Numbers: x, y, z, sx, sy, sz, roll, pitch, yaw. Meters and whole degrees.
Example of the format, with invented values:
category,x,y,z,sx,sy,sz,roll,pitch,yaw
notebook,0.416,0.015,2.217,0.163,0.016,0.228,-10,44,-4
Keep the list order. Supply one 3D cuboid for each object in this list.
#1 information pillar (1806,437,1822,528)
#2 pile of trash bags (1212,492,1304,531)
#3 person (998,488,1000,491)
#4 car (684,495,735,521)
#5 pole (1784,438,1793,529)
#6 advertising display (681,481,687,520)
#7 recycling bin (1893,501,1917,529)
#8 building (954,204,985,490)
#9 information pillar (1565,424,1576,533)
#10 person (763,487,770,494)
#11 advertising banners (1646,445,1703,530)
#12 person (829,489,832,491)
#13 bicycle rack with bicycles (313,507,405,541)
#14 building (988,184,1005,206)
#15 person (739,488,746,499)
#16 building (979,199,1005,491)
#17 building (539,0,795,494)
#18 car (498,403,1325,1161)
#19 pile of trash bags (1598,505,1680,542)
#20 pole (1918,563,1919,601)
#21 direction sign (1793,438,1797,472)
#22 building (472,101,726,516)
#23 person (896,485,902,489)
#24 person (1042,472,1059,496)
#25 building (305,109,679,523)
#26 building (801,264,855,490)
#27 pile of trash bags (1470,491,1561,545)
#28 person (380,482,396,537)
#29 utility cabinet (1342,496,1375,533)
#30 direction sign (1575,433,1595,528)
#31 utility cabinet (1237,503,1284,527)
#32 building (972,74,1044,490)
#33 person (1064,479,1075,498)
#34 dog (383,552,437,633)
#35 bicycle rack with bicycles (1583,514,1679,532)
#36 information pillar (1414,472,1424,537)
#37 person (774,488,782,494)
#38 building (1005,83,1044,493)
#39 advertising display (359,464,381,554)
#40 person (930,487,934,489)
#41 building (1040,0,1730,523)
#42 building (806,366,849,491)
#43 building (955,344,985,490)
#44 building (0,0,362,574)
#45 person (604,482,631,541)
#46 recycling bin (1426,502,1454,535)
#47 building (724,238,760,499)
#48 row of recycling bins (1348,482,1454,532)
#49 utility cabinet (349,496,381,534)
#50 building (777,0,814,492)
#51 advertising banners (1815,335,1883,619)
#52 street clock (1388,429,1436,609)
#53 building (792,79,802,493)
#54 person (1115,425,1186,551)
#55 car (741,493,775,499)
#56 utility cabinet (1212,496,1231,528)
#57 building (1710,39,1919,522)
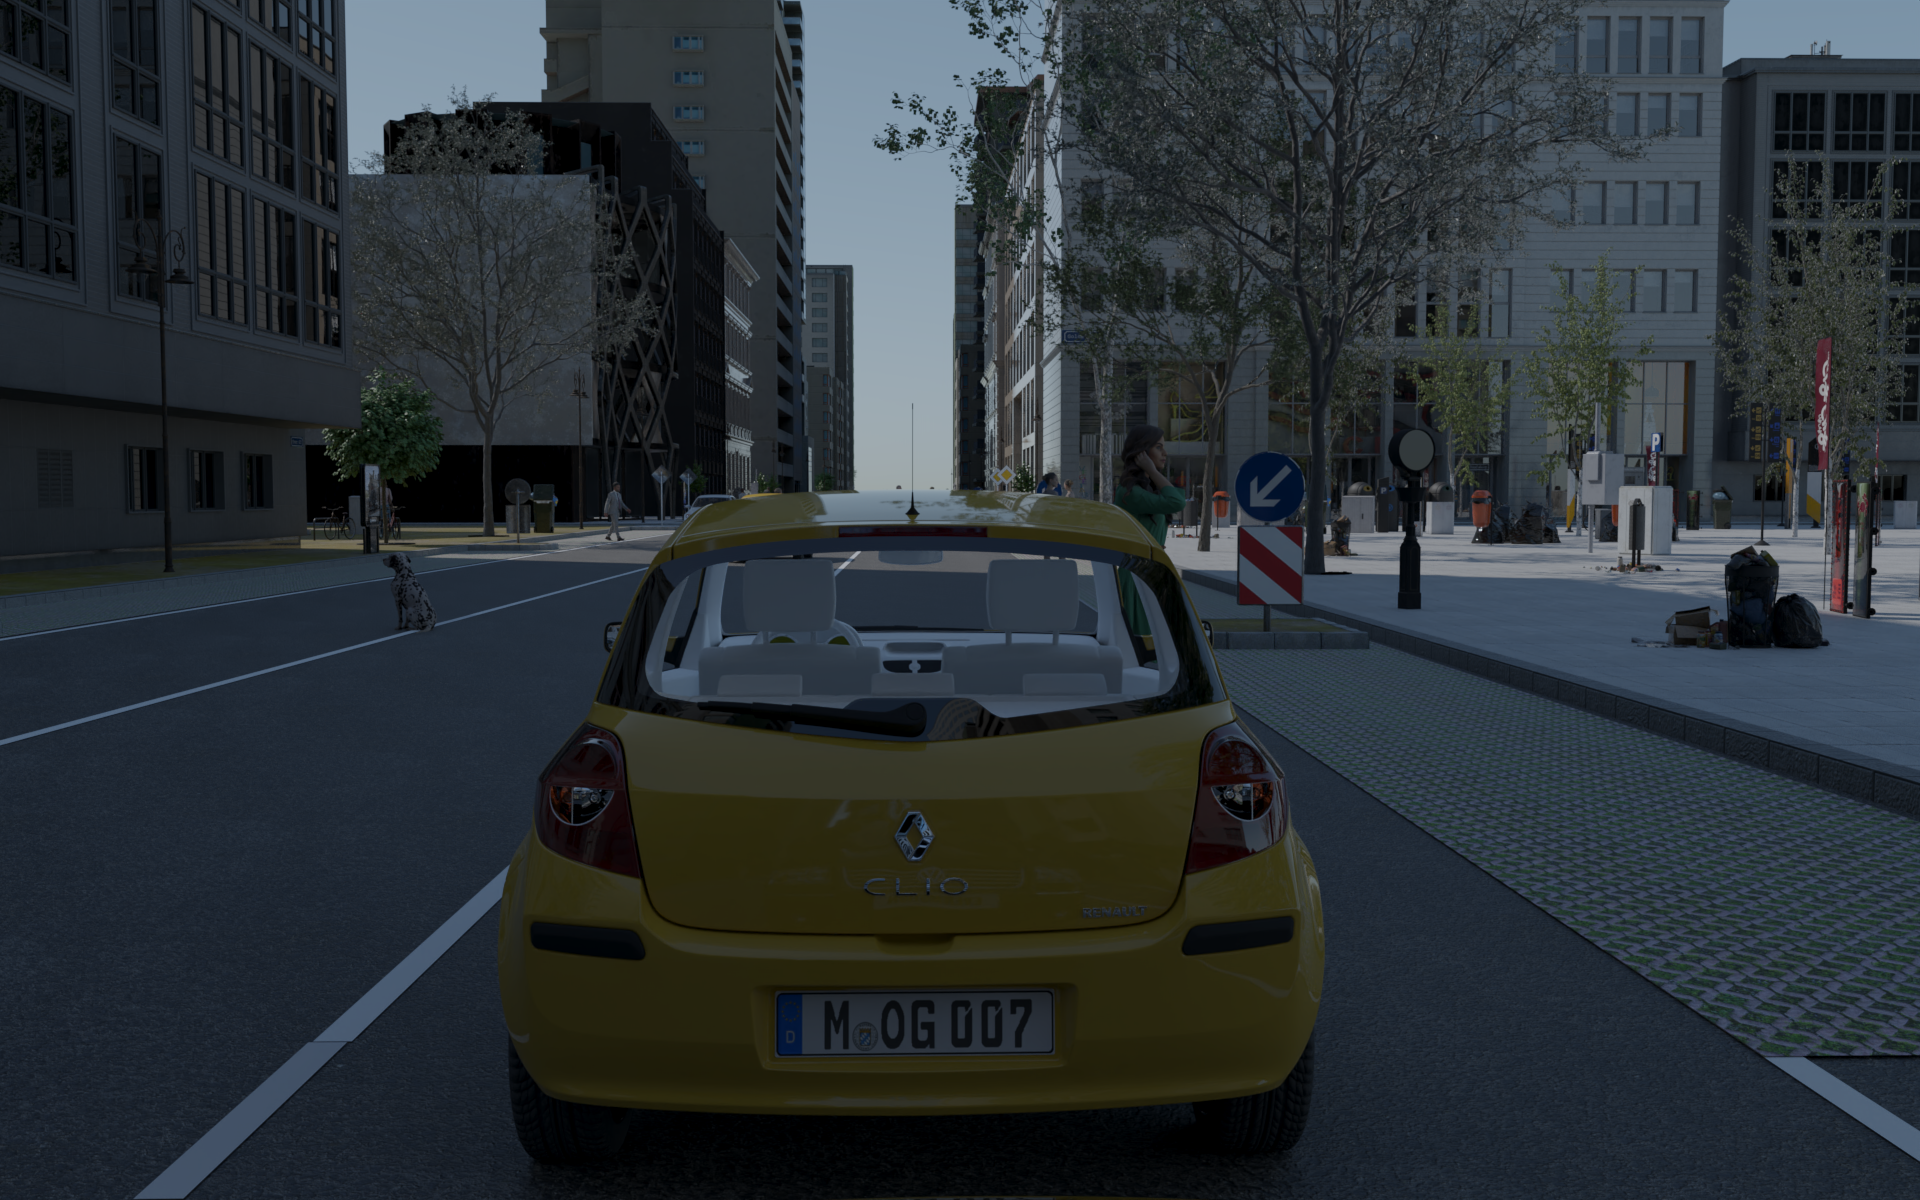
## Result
category,x,y,z,sx,sy,sz,roll,pitch,yaw
information pillar,32.185,-4.517,65.205,0.504,3.616,0.183,2,4,32
pile of trash bags,10.304,-3.076,60.042,3.447,1.369,1.912,3,4,36
person,2.495,-7.002,121.205,0.598,1.740,0.731,3,4,36
car,-9.019,-3.162,63.702,2.014,1.417,4.499,0,4,0
pole,30.287,-4.247,63.277,0.158,3.312,0.155,0,3,0
advertising display,-13.648,-4.918,85.625,0.123,1.923,0.974,0,4,-1
recycling bin,34.776,-3.130,63.727,0.722,1.027,0.722,2,4,25
building,6.176,-34.409,246.175,14.154,41.232,14.086,0,4,-1
information pillar,20.390,-4.062,57.771,0.183,3.616,0.504,3,5,39
person,-15.152,-7.968,136.126,0.655,1.846,0.447,2,4,25
advertising banners,25.451,-4.013,61.800,2.074,3.025,0.090,3,5,45
person,-9.512,-7.186,126.252,0.793,1.790,0.793,0,4,-6
bicycle rack with bicycles,-16.735,-2.158,48.668,2.852,0.926,2.925,0,4,2
building,9.606,-23.989,163.924,14.160,30.474,14.107,0,4,-1
person,-11.696,-5.137,93.063,0.480,1.755,0.524,-2,4,-32
building,8.114,-20.965,140.034,12.463,27.353,25.104,0,4,-1
building,-27.095,-32.954,162.503,21.300,48.544,21.600,0,4,-1
car,-0.146,0.309,5.172,2.015,1.641,3.980,0,4,-2
pile of trash bags,17.973,-2.227,46.160,1.912,1.369,3.447,2,4,34
pole,11.612,-1.643,20.703,0.158,3.312,0.155,0,3,0
direction sign,32.591,-4.683,68.562,0.876,3.537,0.379,2,4,28
building,-21.491,-16.922,106.345,12.332,23.373,15.834,0,4,-1
person,-2.312,-3.557,67.057,0.834,1.777,0.661,2,4,24
person,1.533,-1.164,27.867,0.374,1.781,0.599,-2,4,-35
building,-22.504,-13.280,84.582,16.820,18.784,16.811,0,4,-1
building,-25.664,-37.720,300.310,14.154,41.232,14.086,0,4,-1
pile of trash bags,14.030,-2.127,44.521,1.912,1.369,3.447,3,5,41
person,-17.142,-2.756,51.695,0.593,1.750,0.643,-3,5,-40
utility cabinet,13.039,-2.788,56.742,1.020,1.237,0.306,2,4,29
direction sign,23.379,-4.456,64.850,0.876,3.537,0.379,2,4,25
utility cabinet,6.751,-1.695,38.873,1.020,1.237,0.306,-1,4,-8
building,12.557,-32.439,185.005,22.147,44.769,28.867,0,4,-1
person,2.568,-1.994,41.444,0.374,1.781,0.599,0,4,6
dog,-5.750,-0.080,18.149,0.513,0.831,0.800,-1,4,-22
bicycle rack with bicycles,22.374,-2.726,57.960,2.925,0.926,2.852,2,4,28
information pillar,13.715,-2.902,51.946,0.304,2.012,0.304,2,4,27
person,-5.099,-2.334,48.473,0.589,1.601,0.330,3,5,44
building,13.275,-18.717,110.533,19.350,26.468,34.151,0,4,-1
advertising display,-12.688,-1.961,37.276,0.123,1.923,0.974,0,3,0
person,-1.410,-4.688,85.332,0.728,1.800,0.709,1,4,10
building,19.090,-18.651,82.431,29.804,29.767,11.434,0,4,-1
building,-32.295,-26.523,278.689,27.650,21.520,28.899,0,4,-1
building,13.539,-22.601,214.573,27.650,21.520,28.899,0,4,-1
building,-20.688,-14.357,28.249,14.314,27.812,24.014,0,4,-1
person,-10.483,-2.683,52.648,0.850,1.792,0.678,2,4,27
recycling bin,15.287,-2.604,55.135,0.722,1.027,0.722,0,4,2
building,-21.170,-17.656,124.839,11.583,22.565,21.152,0,4,-1
row of recycling bins,15.047,-3.188,59.236,3.534,1.692,1.069,0,4,5
utility cabinet,-18.902,-2.691,55.160,1.020,1.237,0.306,0,3,0
building,-28.192,-54.484,203.486,22.319,86.520,31.000,0,4,-1
advertising banners,9.504,-1.373,18.632,0.090,3.025,2.074,1,4,10
street clock,5.023,-0.901,19.301,0.471,2.002,0.358,-1,4,-17
building,-23.974,-32.442,180.542,14.600,45.320,14.200,0,4,-1
person,0.951,-0.023,9.124,0.529,1.795,0.600,1,4,10
car,-4.145,-1.675,37.603,2.015,1.641,3.980,0,4,0
utility cabinet,9.990,-3.373,66.312,0.306,1.237,1.020,2,4,35
building,48.983,-16.240,84.593,30.058,24.678,14.314,0,4,-1
